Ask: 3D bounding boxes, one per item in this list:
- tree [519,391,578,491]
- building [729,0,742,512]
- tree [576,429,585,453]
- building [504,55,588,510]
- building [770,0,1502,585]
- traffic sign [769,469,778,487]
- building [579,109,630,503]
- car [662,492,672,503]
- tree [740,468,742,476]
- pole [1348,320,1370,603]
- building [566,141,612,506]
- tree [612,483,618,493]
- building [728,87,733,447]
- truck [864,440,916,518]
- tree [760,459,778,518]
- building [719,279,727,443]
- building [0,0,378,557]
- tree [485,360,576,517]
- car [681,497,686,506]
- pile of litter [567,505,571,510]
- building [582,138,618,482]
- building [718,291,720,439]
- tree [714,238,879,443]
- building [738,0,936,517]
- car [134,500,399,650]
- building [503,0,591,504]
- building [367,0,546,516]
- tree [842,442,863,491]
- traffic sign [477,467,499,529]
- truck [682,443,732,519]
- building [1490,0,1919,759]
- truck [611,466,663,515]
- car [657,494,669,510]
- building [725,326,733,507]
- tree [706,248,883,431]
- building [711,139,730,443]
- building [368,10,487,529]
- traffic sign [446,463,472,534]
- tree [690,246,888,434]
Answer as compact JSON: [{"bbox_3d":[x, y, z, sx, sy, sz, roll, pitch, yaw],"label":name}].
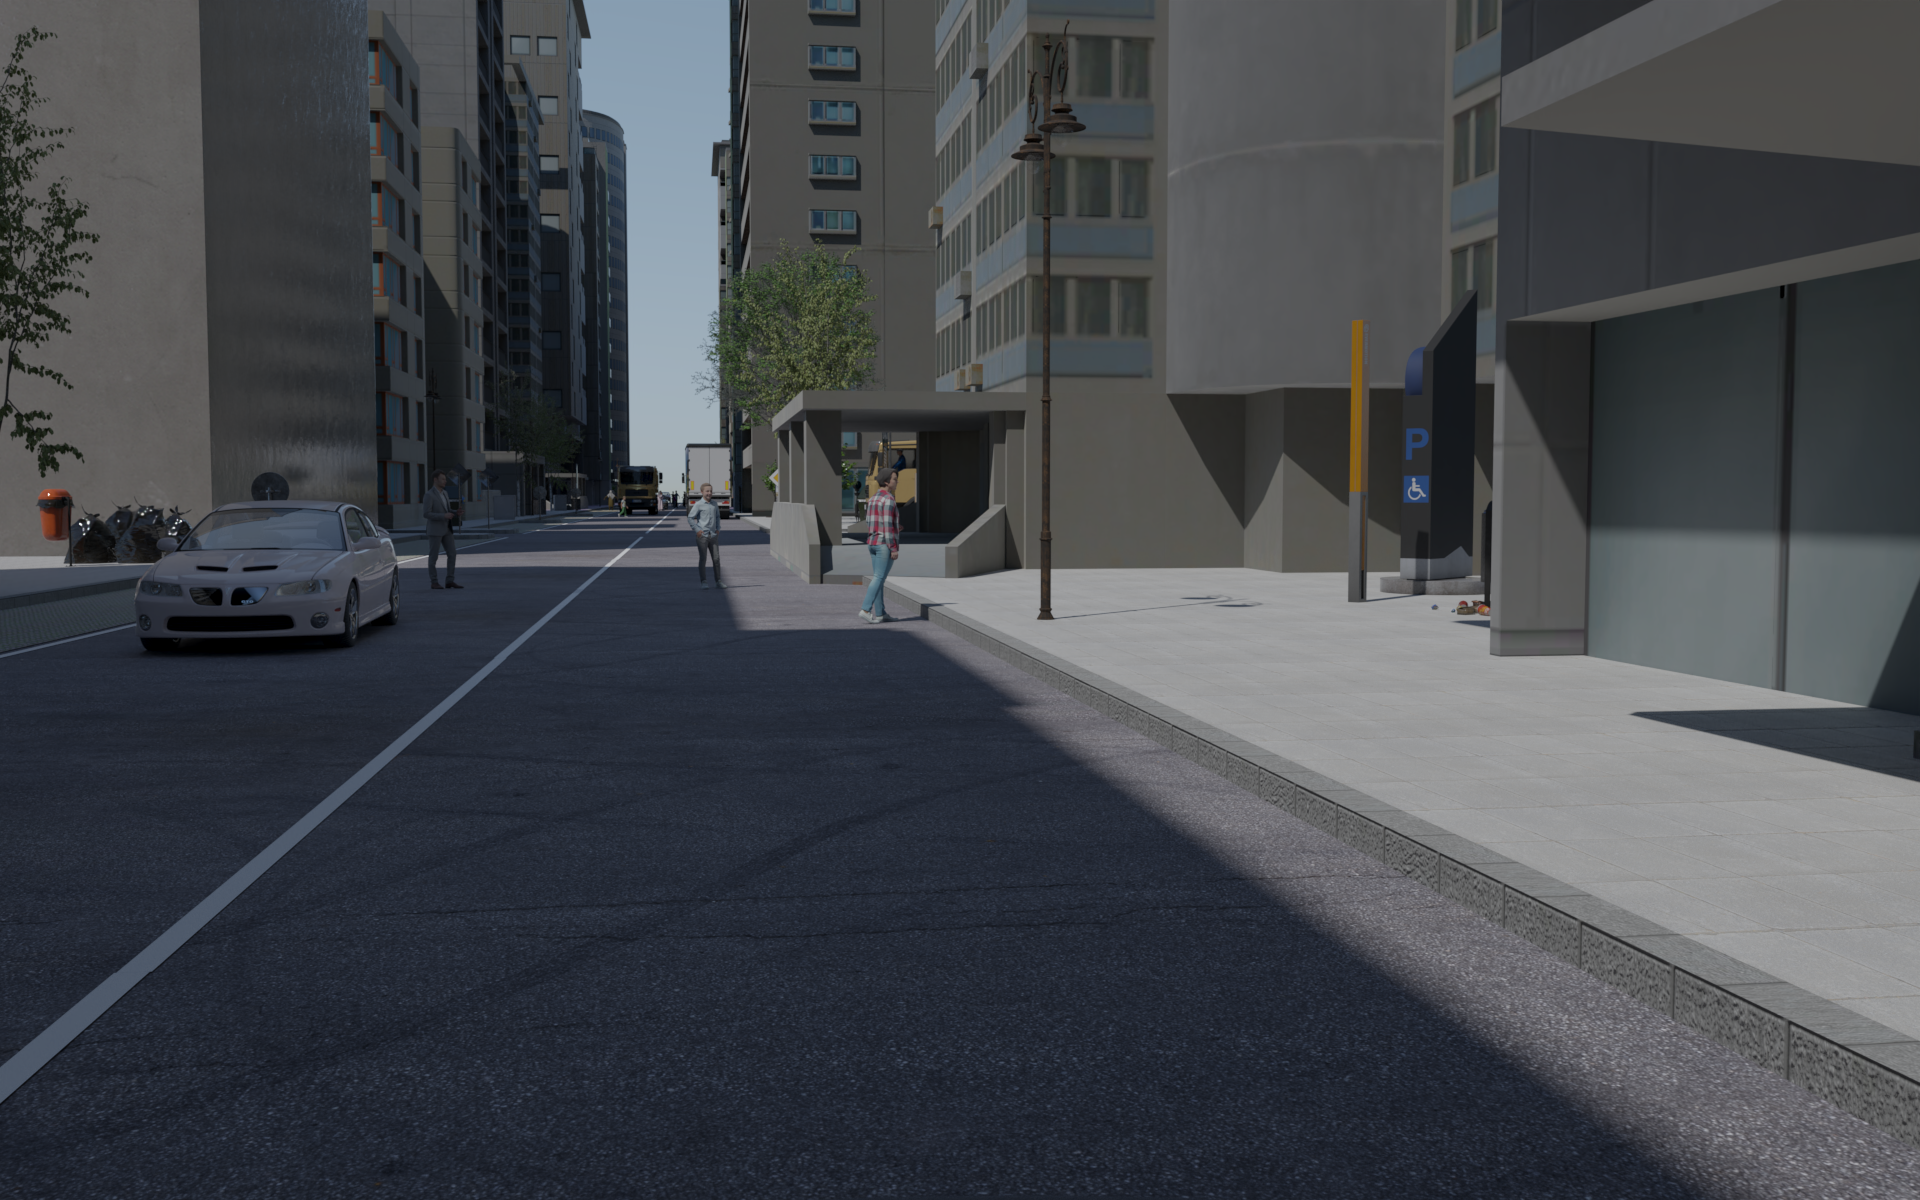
[{"bbox_3d":[-29.381,-10.516,122.294,4.737,8.622,4.395,0,3,0],"label":"tree"},{"bbox_3d":[-10.505,-27.473,132.786,14.154,41.232,14.086,-1,4,-9],"label":"building"},{"bbox_3d":[-30.096,-10.867,128.040,4.360,8.622,3.978,0,3,0],"label":"tree"},{"bbox_3d":[-48.497,-27.787,146.194,32.217,40.220,23.993,-1,4,-9],"label":"building"},{"bbox_3d":[12.467,-21.021,35.580,32.217,40.220,23.993,-1,4,-9],"label":"building"},{"bbox_3d":[-6.763,-3.747,64.901,0.795,2.450,0.064,-1,4,-9],"label":"traffic sign"},{"bbox_3d":[-61.319,-44.027,261.839,21.231,58.520,28.212,-1,4,-9],"label":"building"},{"bbox_3d":[-49.577,-17.267,290.993,2.281,1.827,5.304,-1,4,-10],"label":"car"},{"bbox_3d":[-14.041,-8.515,122.927,4.285,4.588,4.351,0,3,0],"label":"tree"},{"bbox_3d":[4.711,-1.627,20.438,0.158,3.312,0.155,0,3,0],"label":"pole"},{"bbox_3d":[-46.840,-31.257,194.639,14.154,41.232,14.086,-1,4,-9],"label":"building"},{"bbox_3d":[-43.071,-13.366,213.136,1.663,3.219,1.824,0,3,0],"label":"tree"},{"bbox_3d":[-9.864,-30.846,158.959,22.147,44.769,28.867,-1,4,-9],"label":"building"},{"bbox_3d":[0.638,-4.074,62.527,9.791,3.379,3.469,0,4,-7],"label":"truck"},{"bbox_3d":[-9.990,-6.119,94.653,1.663,3.219,1.824,0,3,0],"label":"tree"},{"bbox_3d":[-25.242,-28.227,233.211,14.160,30.474,14.107,-1,4,-9],"label":"building"},{"bbox_3d":[-33.815,-14.535,42.156,34.151,26.468,19.350,-1,4,-9],"label":"building"},{"bbox_3d":[-24.364,-8.926,96.307,4.360,8.622,3.978,0,3,0],"label":"tree"},{"bbox_3d":[-32.020,-11.959,205.309,2.009,1.686,4.222,-1,4,-8],"label":"car"},{"bbox_3d":[-31.468,-7.533,137.127,1.719,0.858,1.176,-1,4,-16],"label":"pile of litter"},{"bbox_3d":[-58.568,-37.477,232.363,23.786,49.044,30.456,-1,4,-9],"label":"building"},{"bbox_3d":[-28.058,-40.554,282.671,23.786,49.044,30.456,-1,4,-9],"label":"building"},{"bbox_3d":[-4.088,-6.035,49.040,4.737,8.622,4.395,0,3,0],"label":"tree"},{"bbox_3d":[-2.710,-29.600,107.663,21.300,48.544,21.600,-1,4,-9],"label":"building"},{"bbox_3d":[-6.850,-0.315,17.506,2.083,1.381,4.827,-1,4,-10],"label":"car"},{"bbox_3d":[-51.684,-35.655,172.198,28.713,52.752,27.495,-1,4,-9],"label":"building"},{"bbox_3d":[-36.700,-40.838,105.949,20.563,71.187,20.611,-1,4,-9],"label":"building"},{"bbox_3d":[-4.036,-3.646,54.217,1.663,3.219,1.824,0,3,0],"label":"tree"},{"bbox_3d":[-17.236,-3.649,63.309,0.795,2.450,0.064,-1,4,-9],"label":"traffic sign"},{"bbox_3d":[-14.774,-6.866,101.174,2.839,4.237,11.283,-1,4,-10],"label":"truck"},{"bbox_3d":[17.040,-25.234,1.822,28.713,52.752,27.495,-1,4,-9],"label":"building"},{"bbox_3d":[-22.332,-7.610,120.352,3.469,3.379,9.791,-1,4,-9],"label":"truck"},{"bbox_3d":[-27.321,-8.985,156.695,2.009,1.686,4.222,-1,4,-9],"label":"car"},{"bbox_3d":[-11.367,-21.013,188.608,27.650,21.520,28.899,-1,4,-9],"label":"building"},{"bbox_3d":[-6.897,-8.969,72.394,9.928,11.665,9.643,0,3,0],"label":"tree"},{"bbox_3d":[-21.693,-40.675,254.275,28.713,52.752,27.495,-1,4,-9],"label":"building"},{"bbox_3d":[-36.456,-14.030,74.422,27.650,21.520,28.899,-1,4,-9],"label":"building"},{"bbox_3d":[-16.016,-3.167,55.417,0.795,2.450,0.064,-1,4,-9],"label":"traffic sign"},{"bbox_3d":[-8.475,-10.744,86.040,12.009,13.543,11.850,0,3,0],"label":"tree"}]
